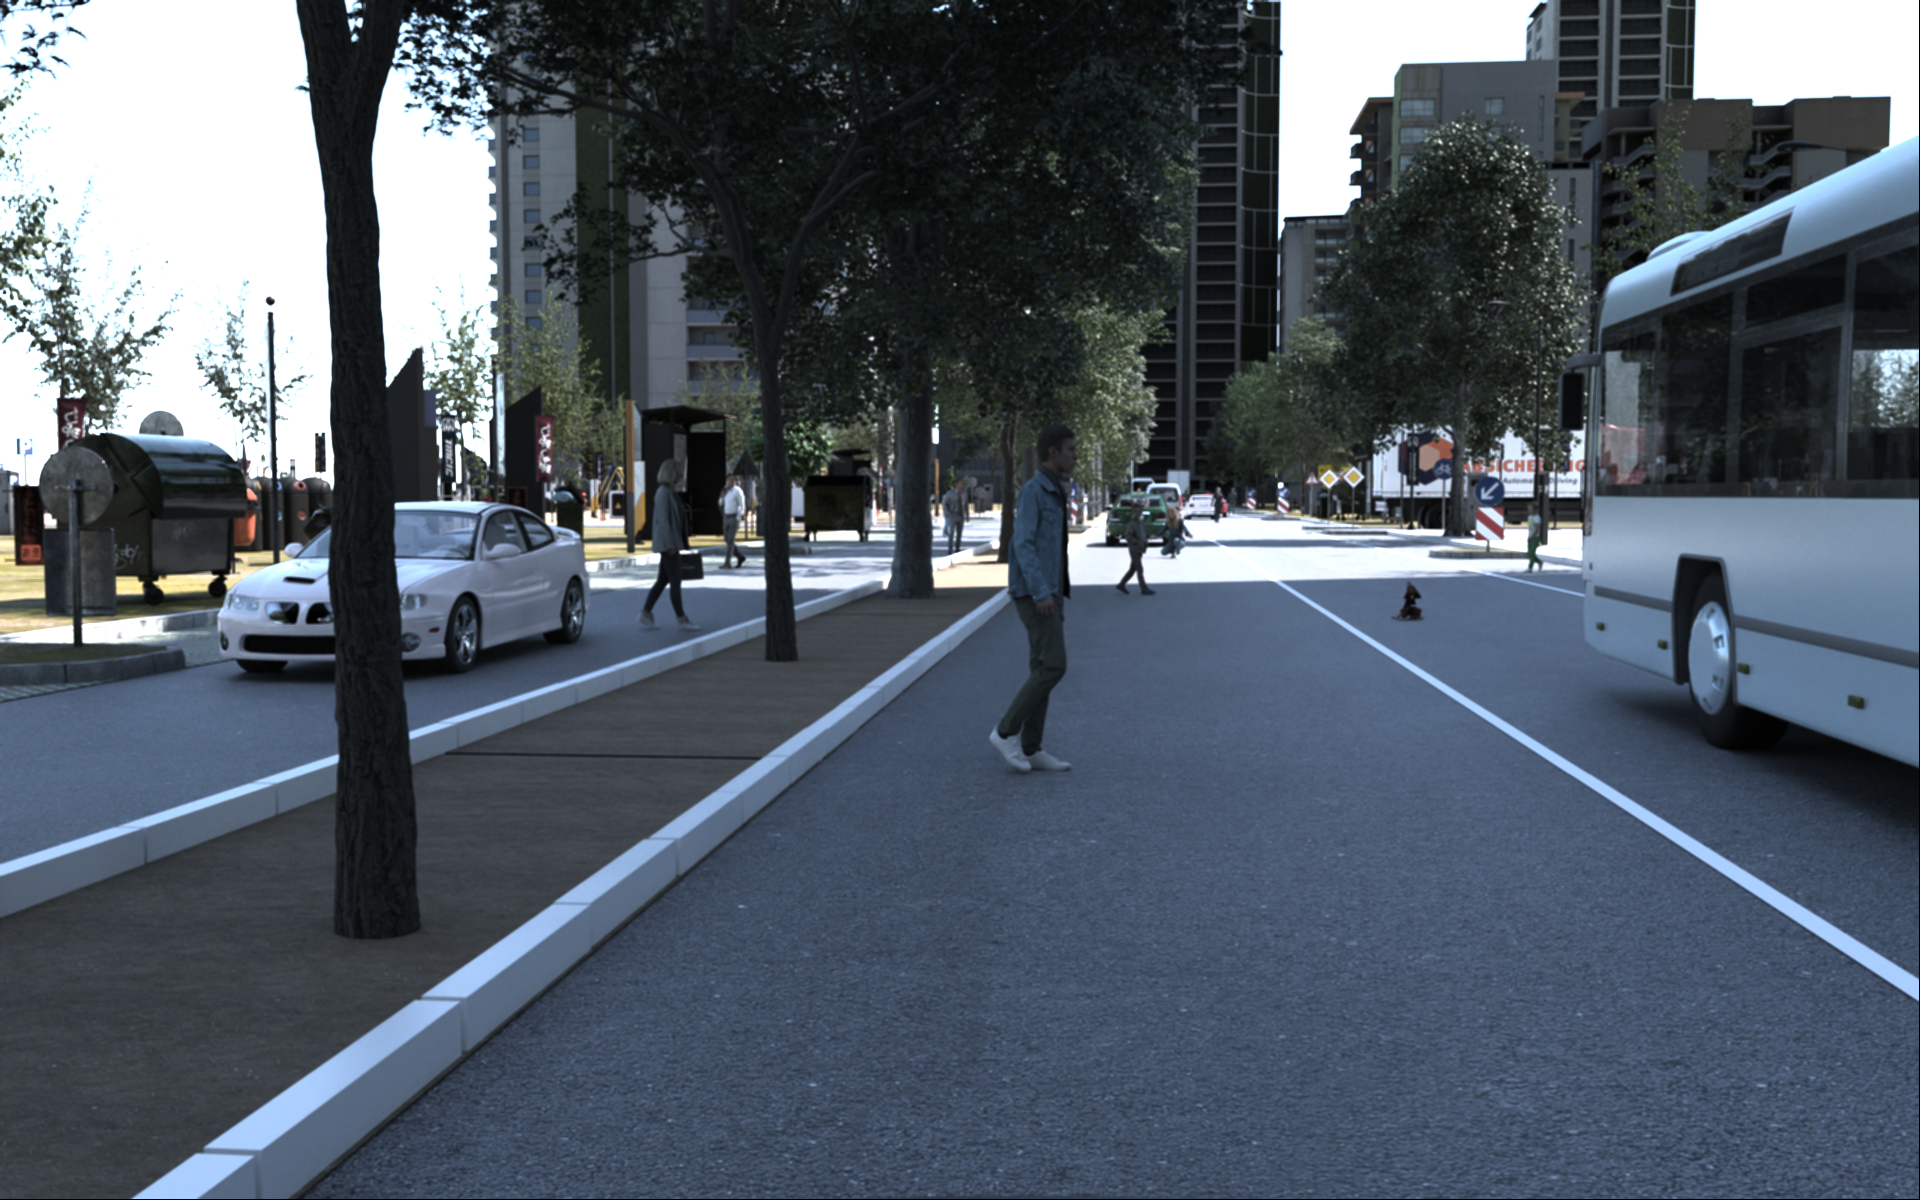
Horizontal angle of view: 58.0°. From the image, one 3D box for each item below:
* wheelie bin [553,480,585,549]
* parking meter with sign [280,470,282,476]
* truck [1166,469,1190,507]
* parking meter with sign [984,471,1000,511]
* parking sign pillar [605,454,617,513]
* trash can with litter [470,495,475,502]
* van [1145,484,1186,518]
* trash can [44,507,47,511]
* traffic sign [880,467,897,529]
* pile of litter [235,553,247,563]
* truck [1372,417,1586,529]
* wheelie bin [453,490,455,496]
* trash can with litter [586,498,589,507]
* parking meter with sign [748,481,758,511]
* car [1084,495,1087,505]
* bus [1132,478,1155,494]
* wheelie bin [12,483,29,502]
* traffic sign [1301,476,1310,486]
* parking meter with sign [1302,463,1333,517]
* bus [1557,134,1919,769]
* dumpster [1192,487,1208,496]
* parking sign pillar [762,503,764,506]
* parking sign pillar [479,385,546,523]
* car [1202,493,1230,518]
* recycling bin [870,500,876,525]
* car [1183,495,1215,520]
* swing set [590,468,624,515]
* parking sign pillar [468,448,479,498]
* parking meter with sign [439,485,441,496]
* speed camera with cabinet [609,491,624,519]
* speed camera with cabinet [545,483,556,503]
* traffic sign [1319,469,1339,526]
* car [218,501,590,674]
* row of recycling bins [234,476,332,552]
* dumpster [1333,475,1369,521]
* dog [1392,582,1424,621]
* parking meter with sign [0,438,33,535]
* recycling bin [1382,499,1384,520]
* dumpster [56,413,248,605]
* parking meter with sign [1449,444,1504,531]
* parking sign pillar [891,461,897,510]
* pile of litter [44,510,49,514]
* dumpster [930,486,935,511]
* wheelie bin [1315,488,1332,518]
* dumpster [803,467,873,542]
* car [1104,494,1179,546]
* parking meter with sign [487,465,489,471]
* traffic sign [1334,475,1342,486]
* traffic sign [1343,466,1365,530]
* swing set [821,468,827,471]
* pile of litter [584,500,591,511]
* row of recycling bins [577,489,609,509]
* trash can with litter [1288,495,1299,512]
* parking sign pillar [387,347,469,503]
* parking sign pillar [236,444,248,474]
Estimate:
[{"bbox_3d":[-8.523,-1.829,37.806,0.693,1.594,0.980,-1,4,-12],"label":"wheelie bin"},{"bbox_3d":[-48.214,-7.898,125.396,1.738,3.016,0.543,-1,4,-9],"label":"parking meter with sign"},{"bbox_3d":[24.868,-12.747,197.328,2.839,4.237,11.283,0,4,7],"label":"truck"},{"bbox_3d":[2.175,-8.374,133.172,1.738,3.016,0.543,0,4,5],"label":"parking meter with sign"},{"bbox_3d":[-23.229,-7.789,115.824,1.447,3.967,1.447,-1,4,-18],"label":"parking sign pillar"},{"bbox_3d":[-24.294,-4.667,87.368,2.233,1.210,1.678,-1,4,-14],"label":"trash can with litter"},{"bbox_3d":[8.332,-3.945,71.505,2.013,2.044,4.112,0,4,5],"label":"van"},{"bbox_3d":[-60.846,-6.356,115.580,0.748,1.137,0.748,0,3,0],"label":"trash can"},{"bbox_3d":[-2.539,-3.659,63.464,0.795,2.450,0.064,0,4,6],"label":"traffic sign"},{"bbox_3d":[-14.178,-1.139,32.595,1.719,0.858,1.176,3,5,42],"label":"pile of litter"},{"bbox_3d":[21.250,-4.627,64.568,11.283,4.237,2.839,0,4,5],"label":"truck"},{"bbox_3d":[-41.722,-8.235,142.555,0.693,1.594,0.980,1,4,16],"label":"wheelie bin"},{"bbox_3d":[-29.085,-7.511,134.184,0.624,1.170,1.055,1,4,13],"label":"trash can with litter"},{"bbox_3d":[-15.569,-8.217,130.600,0.543,3.016,1.738,1,4,9],"label":"parking meter with sign"},{"bbox_3d":[14.452,-11.500,200.393,2.083,1.381,4.827,0,4,5],"label":"car"},{"bbox_3d":[21.992,-13.000,207.403,2.948,3.499,13.247,0,4,7],"label":"bus"},{"bbox_3d":[-26.933,-2.573,49.976,0.693,1.594,0.980,-3,4,-36],"label":"wheelie bin"},{"bbox_3d":[23.802,-7.266,118.904,0.768,2.556,0.104,1,4,8],"label":"traffic sign"},{"bbox_3d":[20.117,-6.186,97.396,1.738,3.016,0.543,1,4,14],"label":"parking meter with sign"},{"bbox_3d":[5.146,-0.731,6.811,2.948,3.499,13.247,0,4,6],"label":"bus"},{"bbox_3d":[29.566,-12.746,213.342,1.985,2.255,1.502,0,4,6],"label":"dumpster"},{"bbox_3d":[-9.294,-5.972,86.121,1.447,3.967,1.447,-1,4,-9],"label":"parking sign pillar"},{"bbox_3d":[-11.012,-3.339,43.066,1.447,3.967,1.447,0,4,-4],"label":"parking sign pillar"},{"bbox_3d":[15.639,-6.016,107.405,2.155,1.783,4.494,0,4,7],"label":"car"},{"bbox_3d":[-3.888,-3.615,71.663,0.722,1.027,0.722,0,4,6],"label":"recycling bin"},{"bbox_3d":[13.712,-5.261,98.382,2.083,1.381,4.827,0,4,4],"label":"car"},{"bbox_3d":[-20.102,-6.471,103.429,2.862,2.851,3.119,0,4,2],"label":"swing set"},{"bbox_3d":[-27.394,-6.692,97.891,1.447,3.967,1.447,1,4,10],"label":"parking sign pillar"},{"bbox_3d":[-44.148,-9.278,147.952,1.738,3.016,0.543,-1,4,-17],"label":"parking meter with sign"},{"bbox_3d":[-17.337,-5.890,90.642,2.038,3.252,0.660,-1,4,-13],"label":"speed camera with cabinet"},{"bbox_3d":[-32.694,-8.736,137.170,2.038,3.252,0.660,2,4,32],"label":"speed camera with cabinet"},{"bbox_3d":[14.839,-4.039,69.675,0.795,2.450,0.064,0,4,6],"label":"traffic sign"},{"bbox_3d":[-4.734,-0.186,15.401,2.083,1.381,4.827,0,4,5],"label":"car"},{"bbox_3d":[-15.646,-1.990,39.650,1.069,1.692,3.534,1,4,13],"label":"row of recycling bins"},{"bbox_3d":[18.741,-4.929,83.085,1.502,2.255,1.985,0,4,6],"label":"dumpster"},{"bbox_3d":[5.113,0.015,19.947,0.748,0.427,0.550,-3,4,-37],"label":"dog"},{"bbox_3d":[-29.717,-3.529,53.961,1.738,3.016,0.543,1,4,21],"label":"parking meter with sign"},{"bbox_3d":[21.071,-4.395,84.406,0.722,1.027,0.722,-2,4,-27],"label":"recycling bin"},{"bbox_3d":[-9.699,-1.113,20.688,1.502,2.255,1.985,0,4,6],"label":"dumpster"},{"bbox_3d":[18.082,-3.940,60.674,1.738,3.016,0.543,0,4,8],"label":"parking meter with sign"},{"bbox_3d":[-5.206,-9.435,142.741,1.447,3.967,1.447,1,4,10],"label":"parking sign pillar"},{"bbox_3d":[-60.037,-6.060,113.047,1.719,0.858,1.176,2,4,33],"label":"pile of litter"},{"bbox_3d":[-2.224,-5.643,94.751,1.502,2.255,1.985,0,4,6],"label":"dumpster"},{"bbox_3d":[19.300,-5.144,92.014,0.693,1.594,0.980,-1,4,-15],"label":"wheelie bin"},{"bbox_3d":[-3.666,-2.872,51.912,1.985,2.255,1.502,0,4,7],"label":"dumpster"},{"bbox_3d":[5.112,-2.274,48.976,2.131,1.459,4.920,0,4,8],"label":"car"},{"bbox_3d":[-28.156,-6.477,102.156,0.543,3.016,1.738,1,4,12],"label":"parking meter with sign"},{"bbox_3d":[25.141,-7.059,115.526,0.768,2.556,0.104,0,4,7],"label":"traffic sign"},{"bbox_3d":[14.015,-3.553,61.732,0.795,2.450,0.064,0,4,6],"label":"traffic sign"},{"bbox_3d":[-8.405,-6.606,105.620,2.862,2.851,3.119,0,4,3],"label":"swing set"},{"bbox_3d":[-28.376,-7.154,130.927,1.719,0.858,1.176,1,4,21],"label":"pile of litter"},{"bbox_3d":[-31.787,-8.725,149.769,3.534,1.692,1.069,1,4,17],"label":"row of recycling bins"},{"bbox_3d":[23.196,-6.836,122.824,1.678,1.210,2.233,1,4,22],"label":"trash can with litter"},{"bbox_3d":[-10.331,-2.691,32.471,1.447,3.967,1.447,3,5,40],"label":"parking sign pillar"},{"bbox_3d":[-38.383,-6.375,92.704,1.447,3.967,1.447,-2,4,-27],"label":"parking sign pillar"}]
